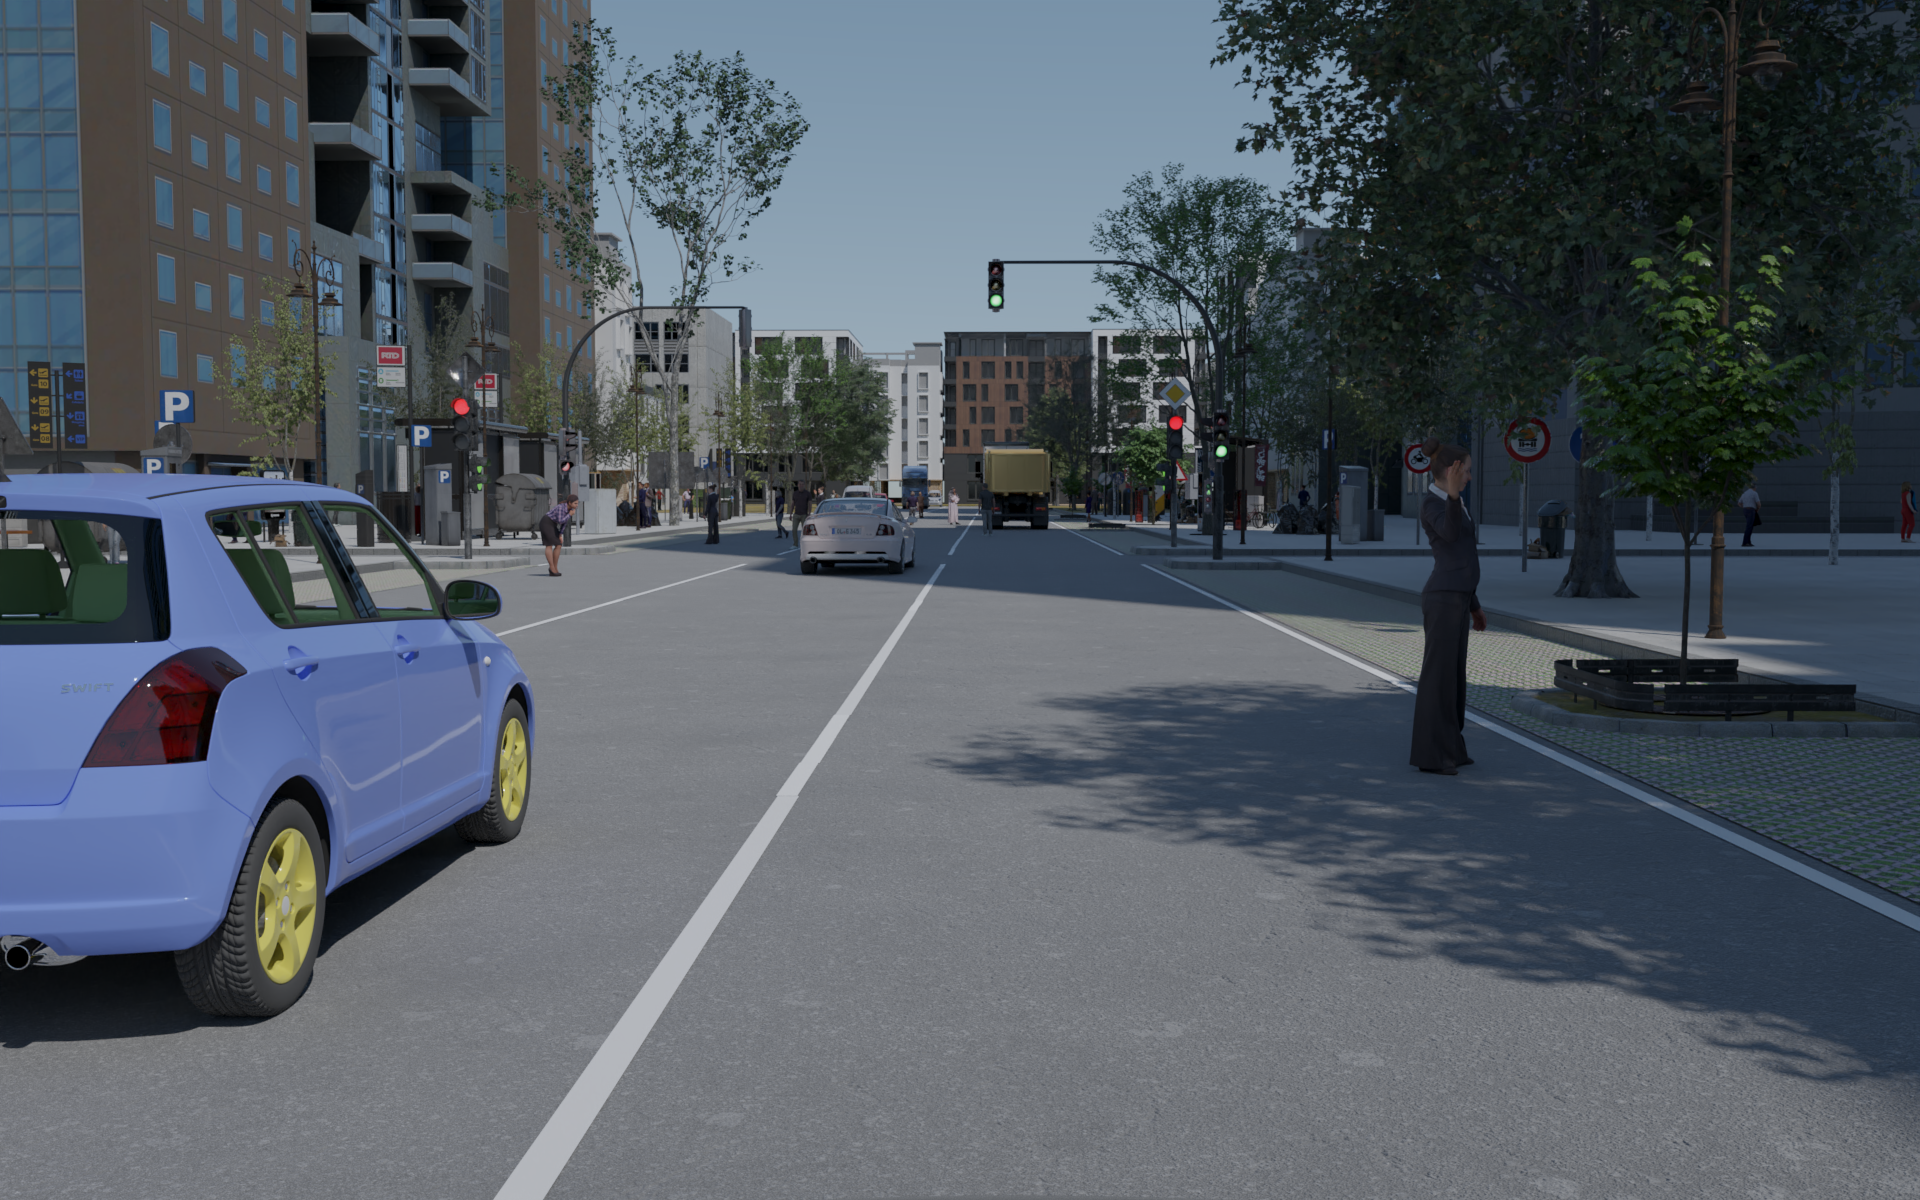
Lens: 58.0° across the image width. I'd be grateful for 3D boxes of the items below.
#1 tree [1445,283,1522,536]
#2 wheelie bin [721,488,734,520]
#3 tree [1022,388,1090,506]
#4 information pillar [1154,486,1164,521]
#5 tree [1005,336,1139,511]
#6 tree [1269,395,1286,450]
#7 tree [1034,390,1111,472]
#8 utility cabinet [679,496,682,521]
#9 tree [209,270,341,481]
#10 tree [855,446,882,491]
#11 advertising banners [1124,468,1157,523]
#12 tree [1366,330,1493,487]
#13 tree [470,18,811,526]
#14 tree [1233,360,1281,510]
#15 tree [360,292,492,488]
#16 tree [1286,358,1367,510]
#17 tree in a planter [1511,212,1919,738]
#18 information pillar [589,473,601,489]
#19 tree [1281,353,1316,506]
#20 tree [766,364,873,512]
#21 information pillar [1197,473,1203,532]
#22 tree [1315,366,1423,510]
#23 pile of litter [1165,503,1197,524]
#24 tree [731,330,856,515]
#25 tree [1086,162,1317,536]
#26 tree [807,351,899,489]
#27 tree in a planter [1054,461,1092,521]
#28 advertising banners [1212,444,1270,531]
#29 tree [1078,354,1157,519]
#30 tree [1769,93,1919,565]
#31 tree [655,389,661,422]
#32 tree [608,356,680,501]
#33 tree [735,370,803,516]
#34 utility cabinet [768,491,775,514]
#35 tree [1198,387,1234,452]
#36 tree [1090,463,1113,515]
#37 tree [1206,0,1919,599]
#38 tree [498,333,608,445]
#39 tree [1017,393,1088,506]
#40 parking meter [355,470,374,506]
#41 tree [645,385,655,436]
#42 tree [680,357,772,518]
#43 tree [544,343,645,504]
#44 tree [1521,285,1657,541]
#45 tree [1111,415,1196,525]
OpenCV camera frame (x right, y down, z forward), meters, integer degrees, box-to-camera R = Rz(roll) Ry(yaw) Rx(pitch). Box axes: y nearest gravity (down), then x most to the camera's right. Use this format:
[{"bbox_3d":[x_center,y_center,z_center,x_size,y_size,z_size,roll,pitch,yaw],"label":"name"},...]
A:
[{"bbox_3d":[16.979,-6.270,52.880,4.737,8.622,4.395,0,3,0],"label":"tree"},{"bbox_3d":[-11.886,-4.838,87.017,0.980,1.594,0.693,-1,4,-18],"label":"wheelie bin"},{"bbox_3d":[9.979,-16.271,184.164,7.486,12.596,7.792,0,3,0],"label":"tree"},{"bbox_3d":[9.538,-5.602,82.948,0.504,3.616,0.183,0,4,4],"label":"information pillar"},{"bbox_3d":[8.900,-13.705,134.448,12.009,13.543,11.850,0,3,0],"label":"tree"},{"bbox_3d":[18.465,-8.598,90.942,4.360,8.622,3.978,0,3,0],"label":"tree"},{"bbox_3d":[10.010,-13.589,156.589,7.601,10.594,8.767,0,4,-6],"label":"tree"},{"bbox_3d":[-13.429,-4.338,82.096,0.306,1.237,1.020,-2,4,-25],"label":"utility cabinet"},{"bbox_3d":[-22.126,-6.508,56.764,4.737,8.622,4.395,0,3,0],"label":"tree"},{"bbox_3d":[-10.203,-14.571,188.597,4.360,8.622,3.978,0,3,0],"label":"tree"},{"bbox_3d":[8.033,-4.964,77.357,0.090,3.025,2.074,-3,5,-39],"label":"advertising banners"},{"bbox_3d":[18.215,-7.060,65.799,4.360,8.622,3.978,0,3,0],"label":"tree"},{"bbox_3d":[-12.756,-13.120,70.400,12.611,20.169,13.585,0,3,0],"label":"tree"},{"bbox_3d":[18.019,-8.895,95.790,4.737,8.622,4.395,0,3,0],"label":"tree"},{"bbox_3d":[-19.058,-6.855,62.438,4.360,8.622,3.978,0,3,0],"label":"tree"},{"bbox_3d":[17.287,-7.751,77.086,4.360,8.622,3.978,0,3,0],"label":"tree"},{"bbox_3d":[4.650,-0.844,11.029,1.991,3.239,1.994,0,4,1],"label":"tree in a planter"},{"bbox_3d":[-12.480,-3.345,59.181,0.304,2.012,0.304,2,4,25],"label":"information pillar"},{"bbox_3d":[18.322,-8.105,82.881,4.737,8.622,4.395,0,3,0],"label":"tree"},{"bbox_3d":[-10.562,-11.547,123.201,7.601,10.594,8.767,1,4,21],"label":"tree"},{"bbox_3d":[8.342,-3.352,59.304,0.304,2.012,0.304,-2,4,-32],"label":"information pillar"},{"bbox_3d":[17.337,-7.377,70.978,4.737,8.622,4.395,0,3,0],"label":"tree"},{"bbox_3d":[9.927,-3.783,75.816,1.176,0.858,1.719,-1,4,-18],"label":"pile of litter"},{"bbox_3d":[-10.605,-11.194,108.771,9.928,11.665,9.643,0,3,0],"label":"tree"},{"bbox_3d":[7.713,-7.827,53.727,9.928,11.665,9.643,0,3,0],"label":"tree"},{"bbox_3d":[-10.157,-15.208,155.301,9.857,13.997,8.962,0,3,0],"label":"tree"},{"bbox_3d":[6.099,-5.910,93.857,1.991,3.239,1.994,0,4,1],"label":"tree in a planter"},{"bbox_3d":[9.835,-3.961,60.947,2.074,3.025,0.090,1,4,12],"label":"advertising banners"},{"bbox_3d":[8.070,-8.525,89.749,4.360,8.622,3.978,0,3,0],"label":"tree"},{"bbox_3d":[15.582,-4.939,31.115,4.737,8.622,4.395,0,3,0],"label":"tree"},{"bbox_3d":[-20.059,-9.393,103.932,4.360,8.622,3.978,0,3,0],"label":"tree"},{"bbox_3d":[-17.084,-8.678,92.245,4.737,8.622,4.395,0,3,0],"label":"tree"},{"bbox_3d":[-11.322,-9.264,101.826,4.360,8.622,3.978,0,3,0],"label":"tree"},{"bbox_3d":[-12.190,-6.292,111.557,0.318,1.500,1.173,0,4,5],"label":"utility cabinet"},{"bbox_3d":[17.837,-9.953,113.098,4.737,8.622,4.395,0,3,0],"label":"tree"},{"bbox_3d":[8.929,-7.001,109.075,1.663,3.219,1.824,0,3,0],"label":"tree"},{"bbox_3d":[7.936,-6.390,21.481,9.611,12.733,9.660,0,3,0],"label":"tree"},{"bbox_3d":[-19.374,-7.912,79.725,4.737,8.622,4.395,0,3,0],"label":"tree"},{"bbox_3d":[10.748,-16.954,194.198,9.611,12.733,9.660,0,3,0],"label":"tree"},{"bbox_3d":[-14.408,-2.215,41.923,0.399,1.863,0.255,2,4,29],"label":"parking meter"},{"bbox_3d":[-20.463,-9.060,98.497,4.360,8.622,3.978,0,3,0],"label":"tree"},{"bbox_3d":[-11.822,-8.708,92.742,4.737,8.622,4.395,0,3,0],"label":"tree"},{"bbox_3d":[-18.156,-8.231,84.941,4.360,8.622,3.978,0,3,0],"label":"tree"},{"bbox_3d":[18.677,-5.931,47.336,4.737,8.622,4.395,0,3,0],"label":"tree"},{"bbox_3d":[7.951,-5.373,71.562,4.285,4.588,4.351,0,3,0],"label":"tree"}]
